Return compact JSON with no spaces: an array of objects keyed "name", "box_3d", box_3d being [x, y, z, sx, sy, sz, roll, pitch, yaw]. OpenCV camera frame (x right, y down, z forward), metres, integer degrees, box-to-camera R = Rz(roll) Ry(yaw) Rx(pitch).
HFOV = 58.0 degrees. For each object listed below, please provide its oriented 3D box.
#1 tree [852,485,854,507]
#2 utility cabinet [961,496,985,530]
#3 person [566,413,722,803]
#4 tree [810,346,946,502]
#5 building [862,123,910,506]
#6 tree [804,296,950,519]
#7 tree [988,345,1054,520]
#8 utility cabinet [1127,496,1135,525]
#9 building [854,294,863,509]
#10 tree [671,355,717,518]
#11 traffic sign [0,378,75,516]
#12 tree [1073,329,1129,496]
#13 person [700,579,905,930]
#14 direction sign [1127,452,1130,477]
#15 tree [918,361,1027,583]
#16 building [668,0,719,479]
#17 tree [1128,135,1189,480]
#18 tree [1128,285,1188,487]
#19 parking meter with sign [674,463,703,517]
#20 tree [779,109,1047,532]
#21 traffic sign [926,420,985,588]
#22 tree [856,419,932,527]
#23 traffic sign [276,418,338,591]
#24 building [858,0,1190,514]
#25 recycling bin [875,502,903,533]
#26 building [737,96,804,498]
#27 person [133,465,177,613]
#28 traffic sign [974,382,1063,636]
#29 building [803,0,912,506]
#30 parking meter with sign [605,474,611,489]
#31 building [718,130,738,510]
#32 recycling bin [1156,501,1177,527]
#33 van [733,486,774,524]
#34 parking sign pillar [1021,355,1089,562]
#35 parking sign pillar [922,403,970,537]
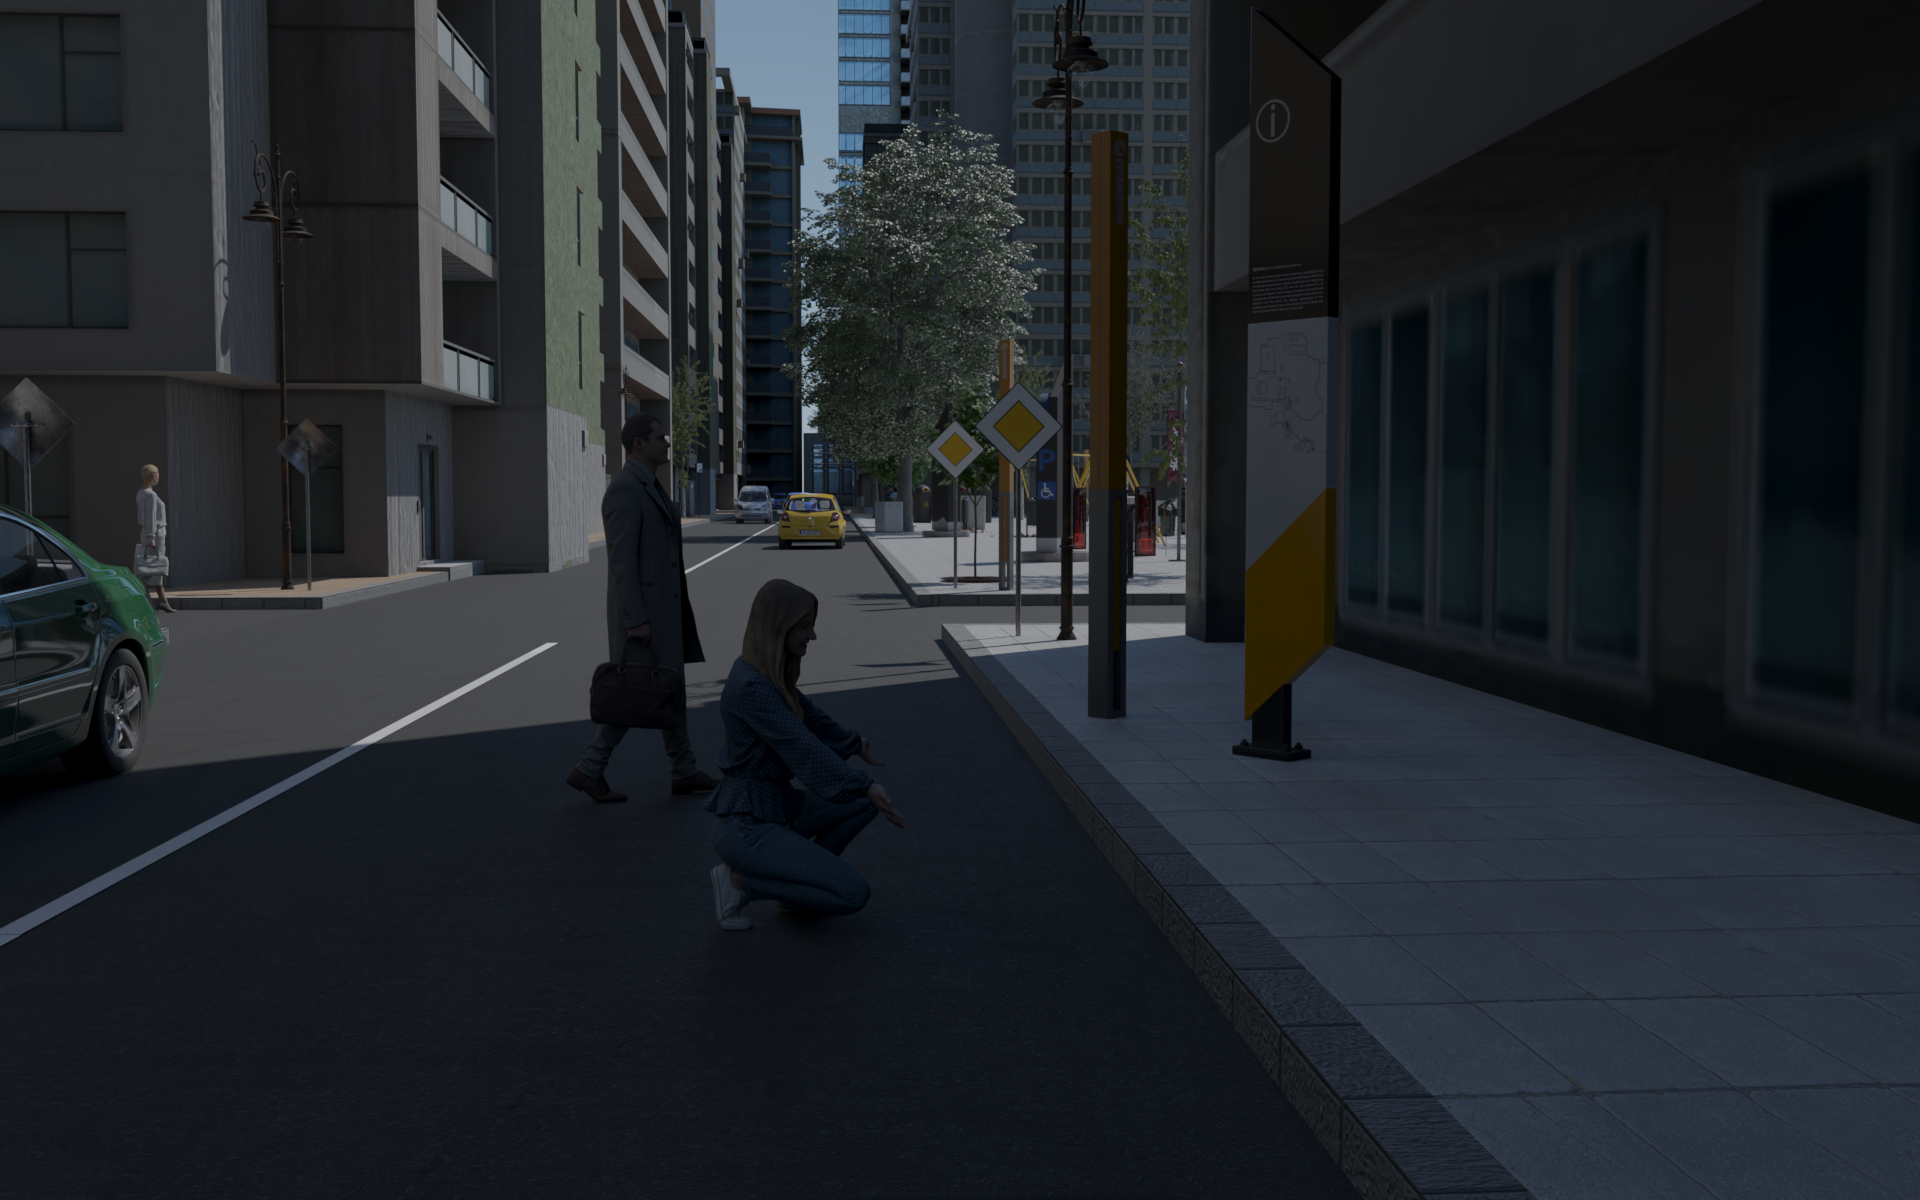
[{"name":"tree","box_3d":[-10.378,-11.095,176.003,1.663,3.219,1.824,0,3,0]},{"name":"utility cabinet","box_3d":[0.392,-3.118,62.144,1.020,1.237,0.306,0,4,7]},{"name":"person","box_3d":[-1.452,0.029,8.131,0.767,1.812,0.694,0,4,-1]},{"name":"tree","box_3d":[-4.485,-10.106,99.649,8.767,10.594,7.601,-2,4,-24]},{"name":"building","box_3d":[-0.783,-22.443,138.636,14.160,30.474,14.107,0,4,-4]},{"name":"tree","box_3d":[-4.290,-10.034,89.809,9.928,11.665,9.643,0,3,0]},{"name":"tree","box_3d":[2.838,-8.219,84.737,4.737,8.622,4.395,0,3,0]},{"name":"utility cabinet","box_3d":[4.352,-2.149,46.296,1.020,1.237,0.306,-2,4,-24]},{"name":"building","box_3d":[4.135,-19.312,160.793,27.650,21.520,28.899,0,4,-4]},{"name":"tree","box_3d":[-14.751,-8.597,90.926,4.737,8.622,4.395,0,3,0]},{"name":"traffic sign","box_3d":[-8.050,-0.693,14.979,0.795,2.450,0.064,0,4,-4]},{"name":"tree","box_3d":[6.923,-7.487,72.771,4.360,8.622,3.978,0,3,0]},{"name":"person","box_3d":[-0.478,0.497,5.880,0.738,1.151,1.012,0,4,7]},{"name":"direction sign","box_3d":[9.022,-6.232,93.892,0.379,3.537,0.876,-1,4,-19]},{"name":"tree","box_3d":[0.117,-1.886,25.437,1.663,3.219,1.824,0,3,0]},{"name":"building","box_3d":[-23.961,-28.603,117.776,14.600,45.320,14.200,0,4,-4]},{"name":"tree","box_3d":[4.521,-4.764,28.247,4.737,8.622,4.395,0,3,0]},{"name":"tree","box_3d":[8.275,-6.608,58.396,4.360,8.622,3.978,0,3,0]},{"name":"parking meter with sign","box_3d":[-15.310,-6.183,97.360,1.738,3.016,0.543,2,4,32]},{"name":"tree","box_3d":[-1.961,-9.304,58.782,9.857,13.997,8.962,0,3,0]},{"name":"traffic sign","box_3d":[-0.065,-1.218,23.553,0.795,2.450,0.064,0,4,-4]},{"name":"tree","box_3d":[-2.335,-5.140,67.757,4.285,4.588,4.351,0,3,0]},{"name":"traffic sign","box_3d":[-8.638,-1.180,22.942,0.795,2.450,0.064,0,4,-4]},{"name":"building","box_3d":[9.119,-26.185,120.001,32.217,40.220,23.993,0,4,-4]},{"name":"recycling bin","box_3d":[-2.376,-2.770,57.840,0.722,1.027,0.722,-2,4,-30]},{"name":"building","box_3d":[-31.626,-32.771,190.431,28.867,44.769,22.147,0,4,-4]},{"name":"person","box_3d":[-9.698,-0.723,20.672,0.624,1.780,0.694,-2,4,-29]},{"name":"traffic sign","box_3d":[0.523,-0.731,15.589,0.795,2.450,0.064,0,4,-4]},{"name":"building","box_3d":[-1.822,-53.783,192.015,31.000,86.520,22.319,0,4,-4]},{"name":"parking meter with sign","box_3d":[-13.192,-4.137,63.907,0.543,3.016,1.738,1,4,19]},{"name":"building","box_3d":[-24.578,-22.063,132.434,14.160,30.474,14.107,0,4,-4]},{"name":"recycling bin","box_3d":[7.868,-3.303,66.558,0.722,1.027,0.722,2,4,30]},{"name":"van","box_3d":[-10.148,-4.791,85.338,2.013,2.044,4.112,0,4,-4]},{"name":"parking sign pillar","box_3d":[1.810,-2.727,33.064,1.447,3.967,1.447,1,4,17]},{"name":"parking sign pillar","box_3d":[-0.414,-3.870,51.749,1.447,3.967,1.447,-1,4,-23]}]
